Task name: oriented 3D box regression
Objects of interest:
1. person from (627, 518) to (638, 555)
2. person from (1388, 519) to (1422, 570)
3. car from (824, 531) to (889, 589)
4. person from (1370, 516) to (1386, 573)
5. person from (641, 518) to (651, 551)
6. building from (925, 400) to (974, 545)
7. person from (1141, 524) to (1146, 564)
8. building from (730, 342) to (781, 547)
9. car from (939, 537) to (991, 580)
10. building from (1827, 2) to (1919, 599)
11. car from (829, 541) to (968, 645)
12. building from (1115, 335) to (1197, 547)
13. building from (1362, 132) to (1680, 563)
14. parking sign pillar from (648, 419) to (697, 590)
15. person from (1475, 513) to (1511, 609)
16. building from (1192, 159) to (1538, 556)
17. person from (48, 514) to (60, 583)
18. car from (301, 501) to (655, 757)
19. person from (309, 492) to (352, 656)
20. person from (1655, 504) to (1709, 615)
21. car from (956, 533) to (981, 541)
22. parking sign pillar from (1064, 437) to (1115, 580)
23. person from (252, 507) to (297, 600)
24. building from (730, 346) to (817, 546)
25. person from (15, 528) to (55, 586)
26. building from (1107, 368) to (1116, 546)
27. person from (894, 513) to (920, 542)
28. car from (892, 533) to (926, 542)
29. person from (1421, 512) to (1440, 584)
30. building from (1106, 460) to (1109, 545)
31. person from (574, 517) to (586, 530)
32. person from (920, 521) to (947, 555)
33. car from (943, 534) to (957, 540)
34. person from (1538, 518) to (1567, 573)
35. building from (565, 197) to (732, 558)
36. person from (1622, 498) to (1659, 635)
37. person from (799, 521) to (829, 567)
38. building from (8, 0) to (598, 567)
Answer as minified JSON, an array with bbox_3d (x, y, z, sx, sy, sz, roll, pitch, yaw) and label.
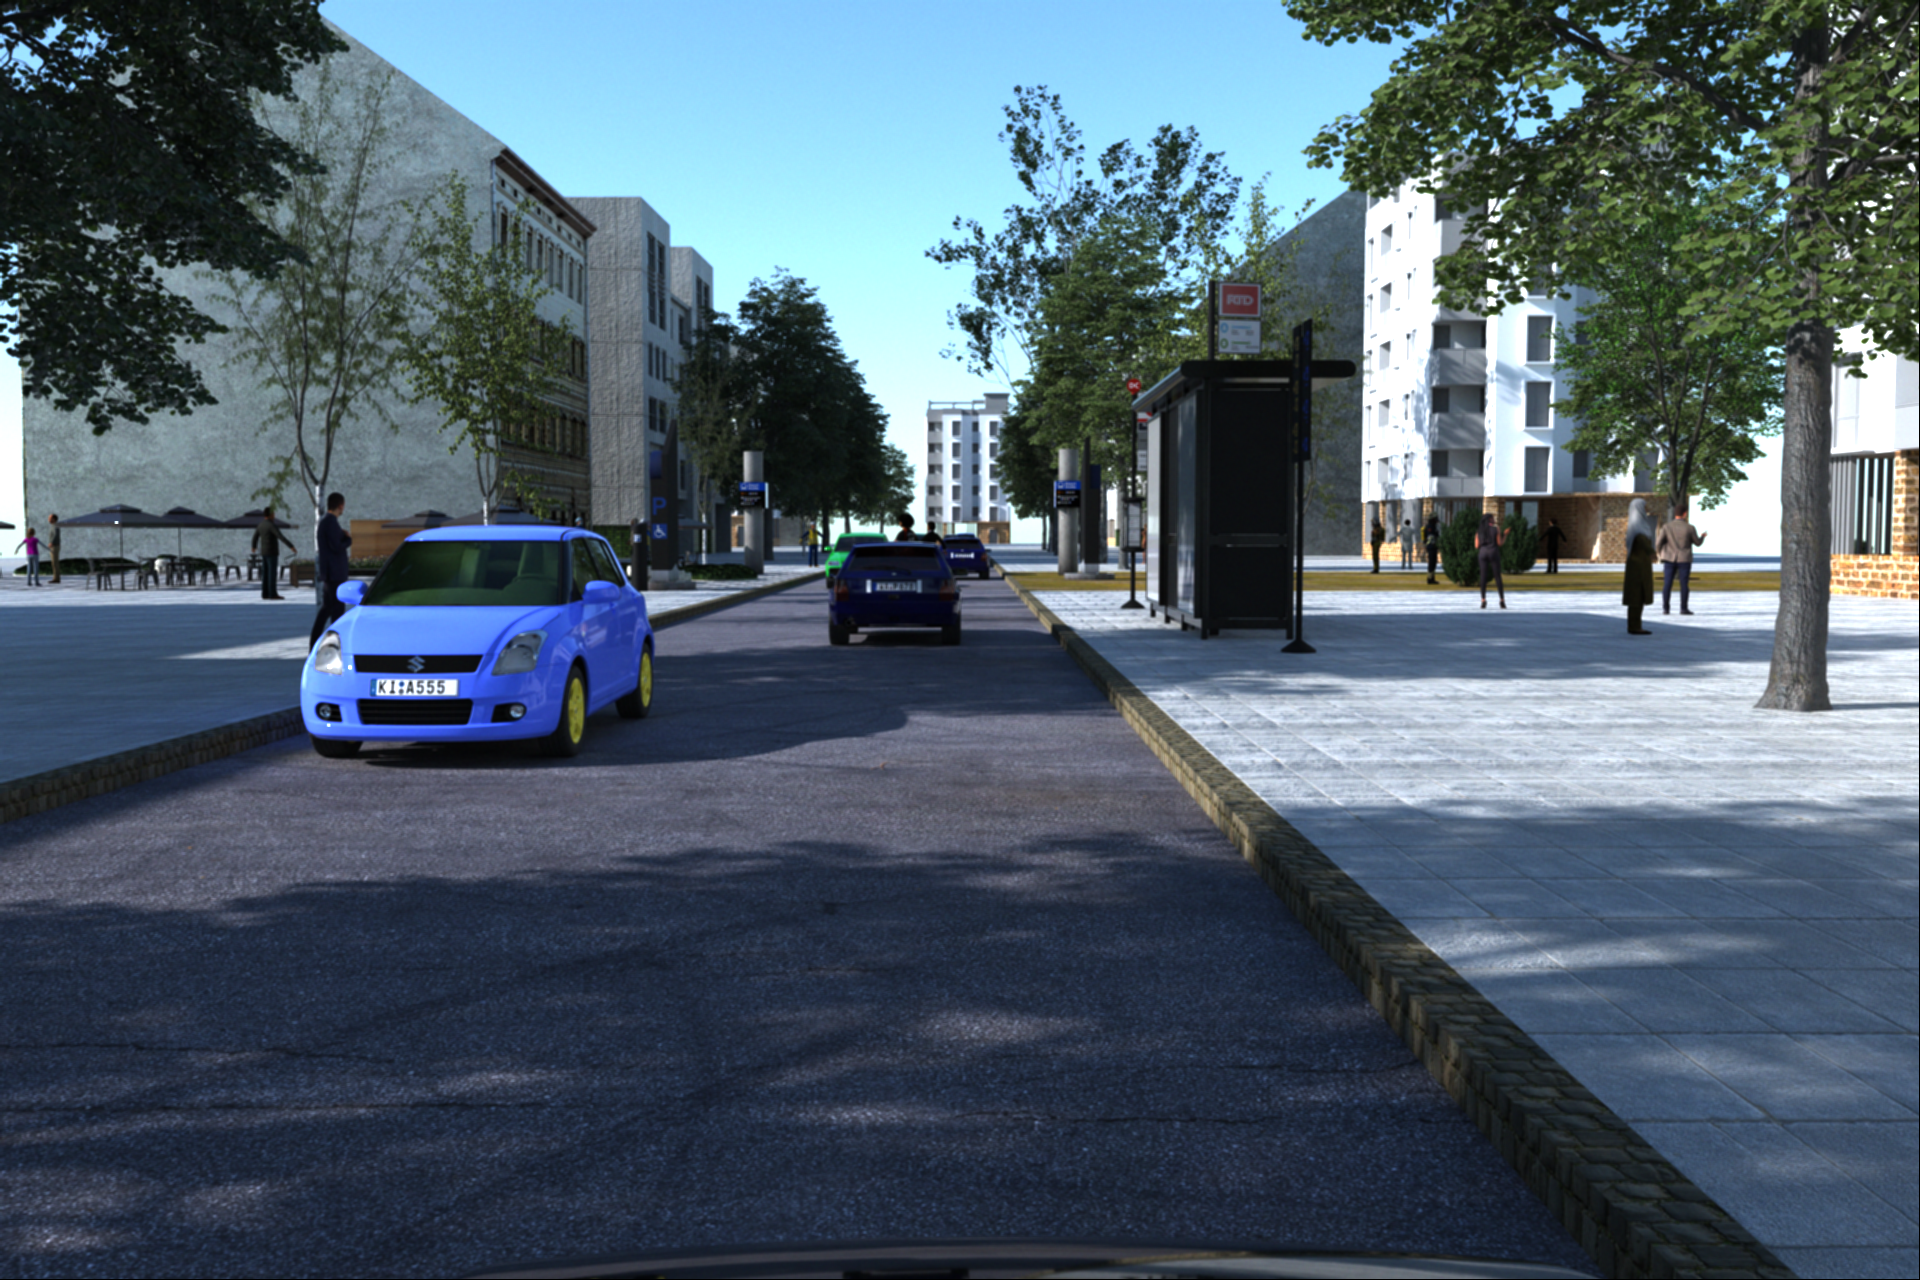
[{"bbox_3d":[-10.716,-3.111,56.998,0.705,1.813,1.348,-1,4,-22],"label":"person"},{"bbox_3d":[16.116,-3.437,62.383,1.347,1.806,0.705,1,4,19],"label":"person"},{"bbox_3d":[-2.638,-2.324,46.798,1.959,1.807,4.718,0,4,0],"label":"car"},{"bbox_3d":[13.626,-3.124,56.845,0.705,1.858,1.354,1,4,15],"label":"person"},{"bbox_3d":[-11.148,-3.381,61.254,1.349,1.833,0.705,3,5,44],"label":"person"},{"bbox_3d":[-4.389,-23.040,235.585,11.380,20.090,16.016,0,4,-1],"label":"building"},{"bbox_3d":[7.953,-4.140,74.493,1.217,1.733,0.721,-2,4,-34],"label":"person"},{"bbox_3d":[-24.036,-19.272,171.520,16.016,20.090,11.380,0,4,-1],"label":"building"},{"bbox_3d":[0.042,-2.618,55.378,1.945,1.354,3.894,0,4,-1],"label":"car"},{"bbox_3d":[23.650,-10.971,35.796,16.016,20.090,11.380,0,4,0],"label":"building"},{"bbox_3d":[-0.854,-0.683,23.749,1.945,1.354,3.894,0,4,-1],"label":"car"},{"bbox_3d":[24.380,-18.087,162.184,16.747,18.905,31.486,0,3,0],"label":"building"},{"bbox_3d":[25.940,-14.167,88.046,16.016,20.090,11.380,0,4,0],"label":"building"},{"bbox_3d":[-6.837,-3.155,40.059,1.447,3.967,1.447,0,4,1],"label":"parking sign pillar"},{"bbox_3d":[9.179,-1.368,29.875,0.593,1.643,0.415,-1,4,-17],"label":"person"},{"bbox_3d":[25.393,-17.026,109.305,19.493,23.208,18.063,0,4,0],"label":"building"},{"bbox_3d":[-23.619,-2.376,45.127,0.705,1.796,1.348,-2,4,-28],"label":"person"},{"bbox_3d":[-3.284,-0.163,12.250,1.945,1.707,3.694,0,4,0],"label":"car"},{"bbox_3d":[-6.472,-0.669,17.906,0.530,1.710,0.541,-1,4,-20],"label":"person"},{"bbox_3d":[11.561,-1.294,27.732,0.617,1.759,0.750,3,5,44],"label":"person"},{"bbox_3d":[0.350,-6.117,109.597,1.945,1.707,3.694,0,4,-1],"label":"car"},{"bbox_3d":[3.655,-3.686,48.732,1.447,3.967,1.447,0,4,-1],"label":"parking sign pillar"},{"bbox_3d":[-13.530,-1.710,34.017,1.348,1.821,0.705,2,4,33],"label":"person"},{"bbox_3d":[-26.761,-22.594,200.339,19.493,23.208,18.063,0,4,1],"label":"building"},{"bbox_3d":[-22.861,-2.049,42.764,0.991,1.433,0.599,0,4,2],"label":"person"},{"bbox_3d":[21.741,-20.709,195.013,16.016,20.090,11.380,0,4,0],"label":"building"},{"bbox_3d":[-1.078,-1.514,33.362,0.704,1.843,1.345,2,4,33],"label":"person"},{"bbox_3d":[-2.195,-4.328,79.553,1.959,1.807,4.718,0,4,0],"label":"car"},{"bbox_3d":[12.107,-2.353,44.256,0.705,1.856,1.354,1,4,18],"label":"person"},{"bbox_3d":[22.316,-21.750,212.036,16.016,20.090,11.380,0,4,0],"label":"building"},{"bbox_3d":[-12.223,-3.036,55.771,0.704,1.817,1.347,3,4,38],"label":"person"},{"bbox_3d":[-0.763,-1.999,41.870,1.216,1.740,0.721,-3,5,-43],"label":"person"},{"bbox_3d":[-0.533,-7.262,128.521,2.009,1.686,4.222,0,4,1],"label":"car"},{"bbox_3d":[19.298,-3.075,56.460,1.347,1.806,0.705,-2,4,-24],"label":"person"},{"bbox_3d":[-24.834,-14.708,106.933,16.747,18.905,31.486,0,4,1],"label":"building"},{"bbox_3d":[8.774,-0.943,22.194,0.721,1.736,1.217,1,4,12],"label":"person"},{"bbox_3d":[-5.671,-3.718,67.252,1.216,1.772,0.721,-2,4,-25],"label":"person"},{"bbox_3d":[-27.483,-15.014,76.405,19.493,23.208,18.063,0,4,-1],"label":"building"}]
